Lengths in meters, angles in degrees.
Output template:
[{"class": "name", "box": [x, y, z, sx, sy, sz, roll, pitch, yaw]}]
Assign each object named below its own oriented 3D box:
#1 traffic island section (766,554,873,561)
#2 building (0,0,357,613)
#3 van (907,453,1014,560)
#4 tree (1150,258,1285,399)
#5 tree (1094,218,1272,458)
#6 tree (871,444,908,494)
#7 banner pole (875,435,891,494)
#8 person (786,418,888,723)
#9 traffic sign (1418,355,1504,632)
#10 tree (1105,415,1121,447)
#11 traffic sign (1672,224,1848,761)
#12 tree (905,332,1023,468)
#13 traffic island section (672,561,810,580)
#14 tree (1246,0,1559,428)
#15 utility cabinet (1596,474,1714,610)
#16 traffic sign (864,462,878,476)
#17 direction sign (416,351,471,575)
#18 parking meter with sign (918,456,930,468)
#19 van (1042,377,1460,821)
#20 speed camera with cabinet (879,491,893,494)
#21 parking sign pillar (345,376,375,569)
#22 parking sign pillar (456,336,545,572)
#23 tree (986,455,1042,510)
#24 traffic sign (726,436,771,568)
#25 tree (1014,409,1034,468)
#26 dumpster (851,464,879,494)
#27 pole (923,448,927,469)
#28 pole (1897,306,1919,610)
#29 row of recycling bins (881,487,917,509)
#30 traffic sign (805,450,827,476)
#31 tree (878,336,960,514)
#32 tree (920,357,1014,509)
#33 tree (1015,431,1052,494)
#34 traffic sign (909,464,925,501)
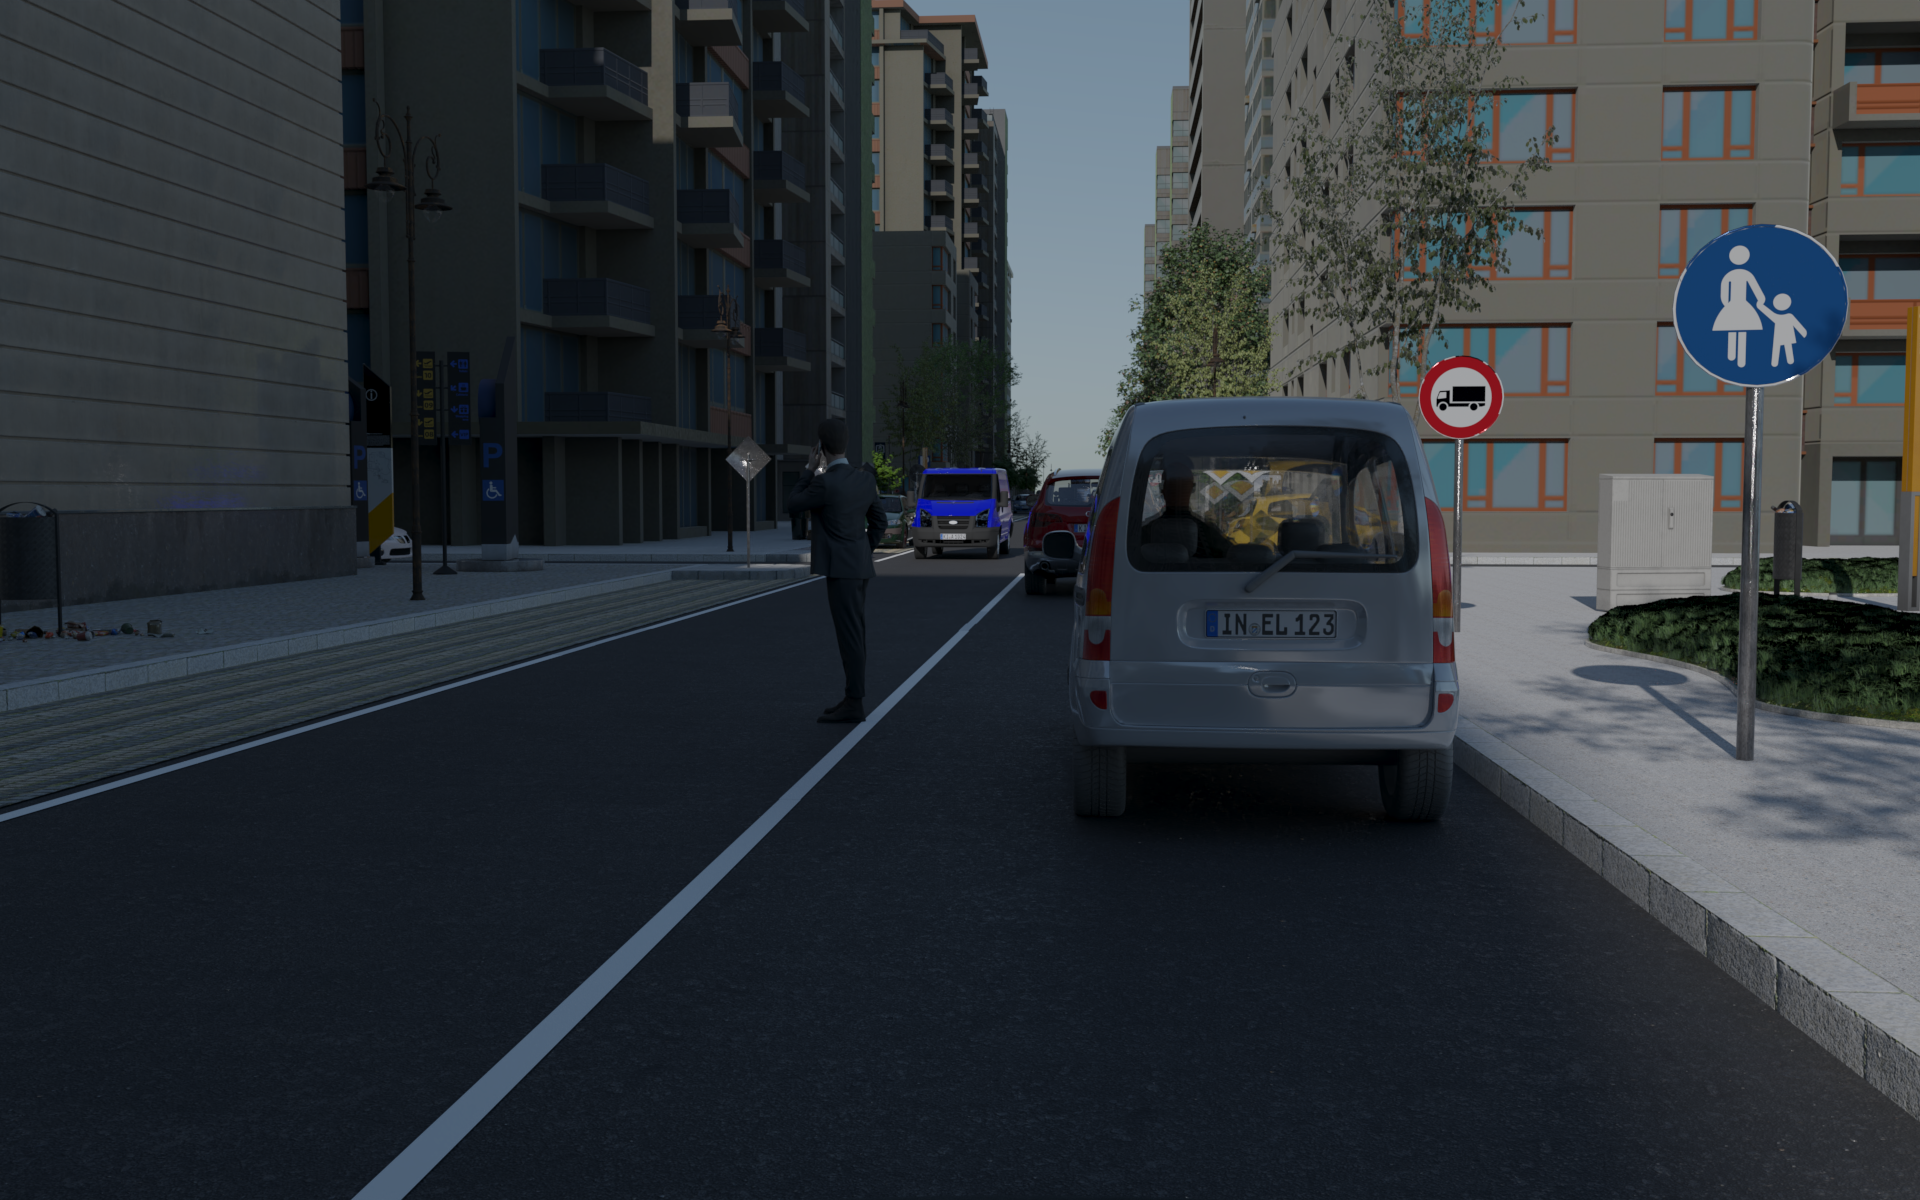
[{"class": "traffic island section", "box": [-3.029, -0.968, 38.108, 2.009, 0.180, 2.903, 0, 4, 5]}, {"class": "building", "box": [-22.107, -13.748, 22.043, 25.104, 27.353, 12.463, 0, 4, 5]}, {"class": "van", "box": [0.101, -2.163, 39.747, 2.240, 2.365, 5.245, 0, 4, 6]}, {"class": "tree", "box": [8.132, -6.410, 55.164, 4.737, 8.622, 4.395, 0, 3, 0]}, {"class": "tree", "box": [10.393, -9.484, 72.077, 9.611, 12.733, 9.660, 0, 3, 0]}, {"class": "tree", "box": [-3.072, -4.373, 66.096, 1.663, 3.219, 1.824, 0, 3, 0]}, {"class": "banner pole", "box": [-3.219, -5.095, 73.325, 0.863, 3.779, 0.401, 0, 4, 5]}, {"class": "person", "box": [-0.784, -0.187, 10.922, 0.474, 1.900, 0.648, 2, 4, 24]}, {"class": "traffic sign", "box": [4.609, -0.973, 16.015, 0.768, 2.556, 0.104, 0, 4, 5]}, {"class": "tree", "box": [20.058, -16.507, 195.640, 9.928, 11.665, 9.643, 0, 3, 0]}, {"class": "traffic sign", "box": [3.790, -0.500, 8.286, 0.768, 2.556, 0.104, 1, 4, 14]}, {"class": "tree", "box": [0.088, -11.286, 110.287, 9.928, 11.665, 9.643, 0, 3, 0]}, {"class": "traffic island section", "box": [-3.700, -0.481, 30.151, 2.009, 0.180, 2.903, 0, 4, 5]}, {"class": "tree", "box": [5.737, -4.404, 22.370, 4.360, 8.622, 3.978, 0, 3, 0]}, {"class": "utility cabinet", "box": [7.568, -0.622, 18.850, 1.173, 1.500, 0.318, -1, 4, -8]}, {"class": "traffic sign", "box": [-3.316, -3.698, 61.646, 0.795, 2.450, 0.064, 1, 4, 10]}, {"class": "direction sign", "box": [-8.236, -2.177, 27.597, 0.876, 3.537, 0.379, -1, 4, -11]}, {"class": "parking meter with sign", "box": [-1.524, -4.974, 77.592, 0.543, 3.016, 1.738, 0, 4, -6]}, {"class": "van", "box": [1.418, -0.122, 9.015, 2.013, 2.044, 4.112, 0, 4, 4]}, {"class": "speed camera with cabinet", "box": [-4.685, -7.106, 110.525, 0.660, 3.252, 2.038, 2, 4, 32]}, {"class": "parking sign pillar", "box": [-10.973, -2.546, 30.107, 1.447, 3.967, 1.447, 1, 4, 19]}, {"class": "parking sign pillar", "box": [-7.737, -2.482, 29.056, 1.447, 3.967, 1.447, 0, 4, -6]}, {"class": "tree", "box": [3.542, -9.585, 140.429, 4.285, 4.588, 4.351, 0, 3, 0]}, {"class": "traffic sign", "box": [-3.676, -1.617, 30.087, 0.795, 2.450, 0.064, 0, 4, 5]}, {"class": "tree", "box": [4.472, -12.276, 151.067, 4.360, 8.622, 3.978, 0, 3, 0]}, {"class": "dumpster", "box": [-3.524, -3.313, 56.655, 1.502, 2.255, 1.985, 0, 4, 5]}, {"class": "pole", "box": [-1.537, -5.035, 76.170, 0.158, 3.312, 0.155, 0, 3, 0]}, {"class": "pole", "box": [10.427, -1.535, 18.941, 0.158, 3.312, 0.155, 0, 3, 0]}, {"class": "row of recycling bins", "box": [-4.210, -6.120, 107.167, 3.534, 1.692, 1.069, 1, 4, 15]}, {"class": "traffic sign", "box": [-3.005, -2.104, 38.044, 0.795, 2.450, 0.064, 0, 4, 5]}, {"class": "tree", "box": [-2.092, -8.009, 81.306, 4.737, 8.622, 4.395, 0, 3, 0]}, {"class": "tree", "box": [-0.155, -8.737, 93.209, 4.360, 8.622, 3.978, 0, 3, 0]}, {"class": "tree", "box": [8.492, -15.367, 201.615, 4.737, 8.622, 4.395, 0, 3, 0]}, {"class": "traffic sign", "box": [-1.809, -4.503, 73.728, 0.768, 2.556, 0.104, 1, 4, 9]}]
